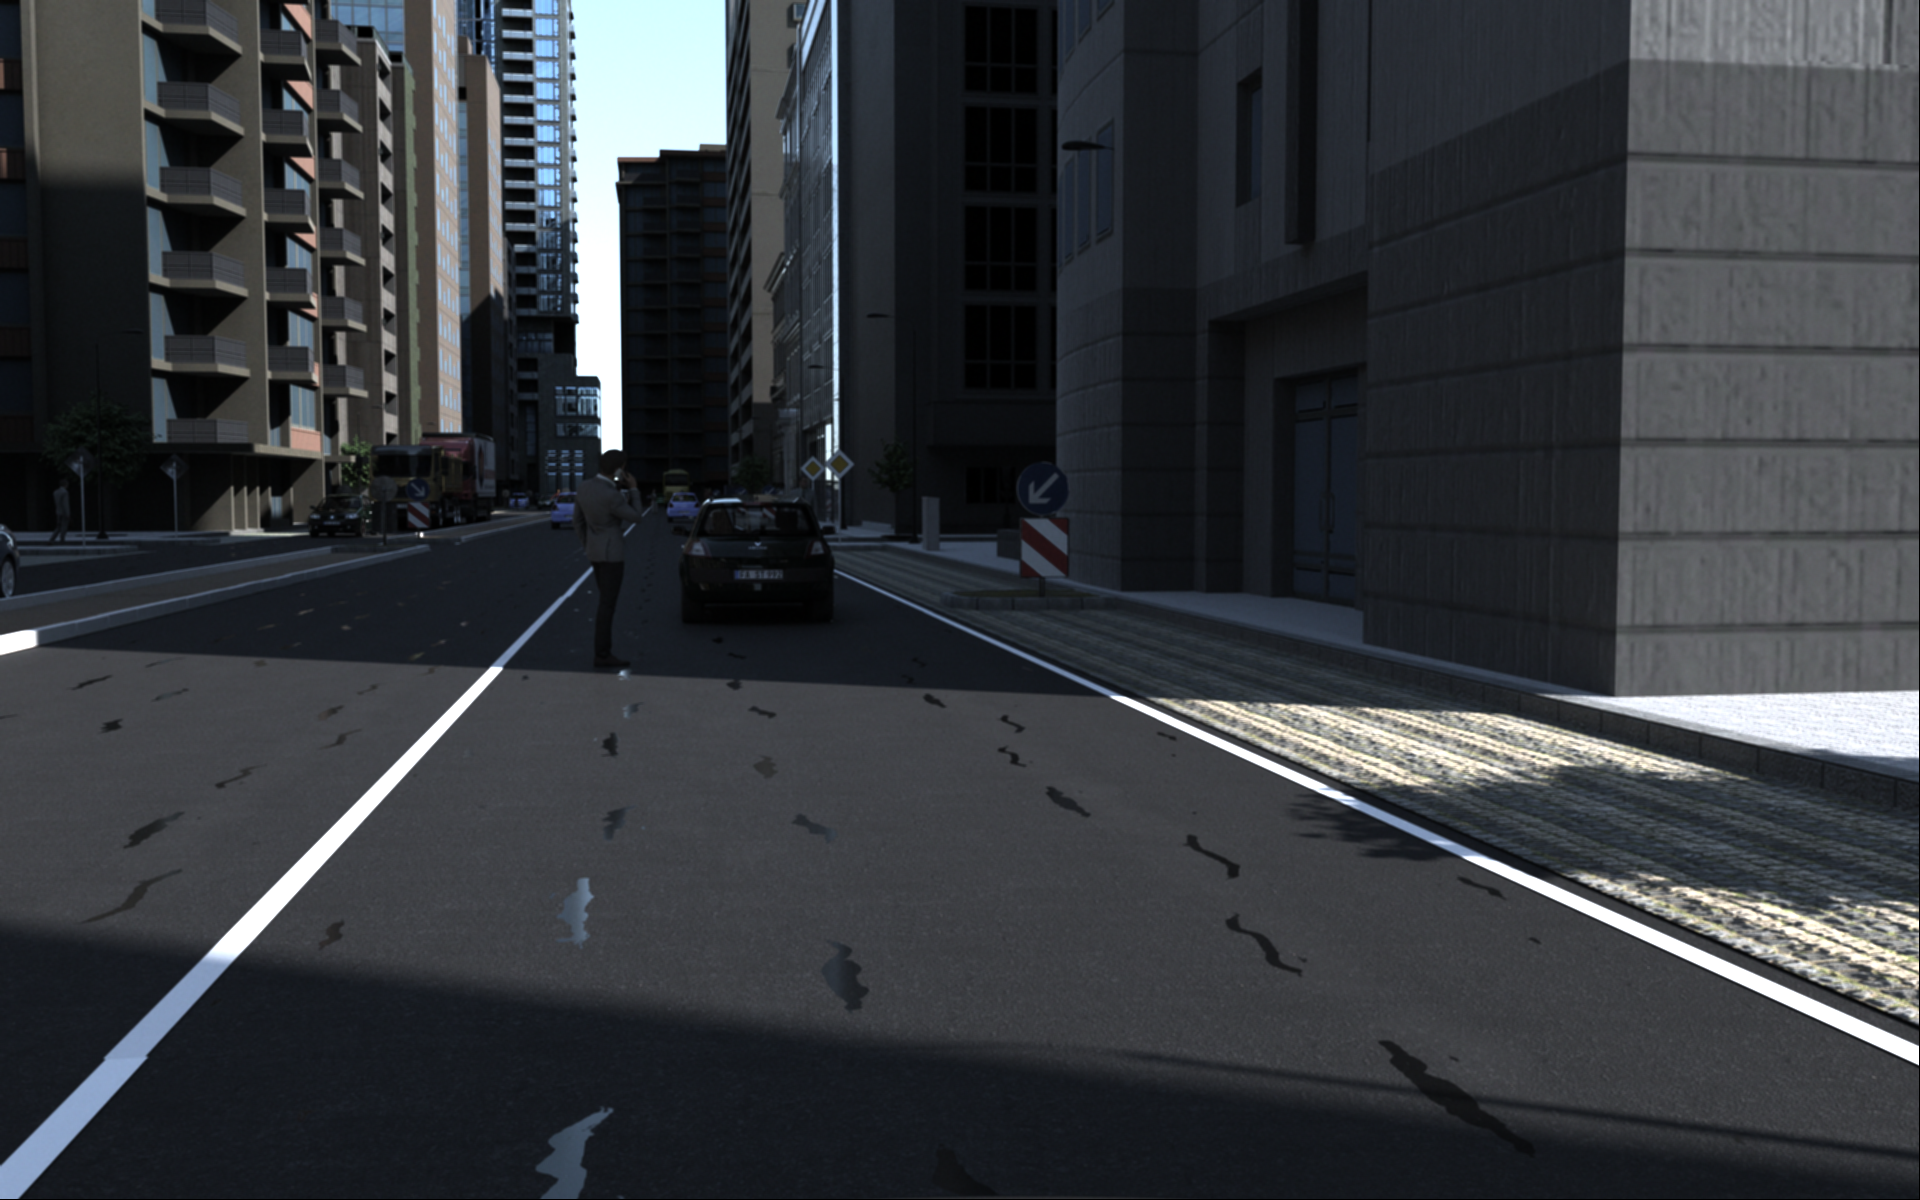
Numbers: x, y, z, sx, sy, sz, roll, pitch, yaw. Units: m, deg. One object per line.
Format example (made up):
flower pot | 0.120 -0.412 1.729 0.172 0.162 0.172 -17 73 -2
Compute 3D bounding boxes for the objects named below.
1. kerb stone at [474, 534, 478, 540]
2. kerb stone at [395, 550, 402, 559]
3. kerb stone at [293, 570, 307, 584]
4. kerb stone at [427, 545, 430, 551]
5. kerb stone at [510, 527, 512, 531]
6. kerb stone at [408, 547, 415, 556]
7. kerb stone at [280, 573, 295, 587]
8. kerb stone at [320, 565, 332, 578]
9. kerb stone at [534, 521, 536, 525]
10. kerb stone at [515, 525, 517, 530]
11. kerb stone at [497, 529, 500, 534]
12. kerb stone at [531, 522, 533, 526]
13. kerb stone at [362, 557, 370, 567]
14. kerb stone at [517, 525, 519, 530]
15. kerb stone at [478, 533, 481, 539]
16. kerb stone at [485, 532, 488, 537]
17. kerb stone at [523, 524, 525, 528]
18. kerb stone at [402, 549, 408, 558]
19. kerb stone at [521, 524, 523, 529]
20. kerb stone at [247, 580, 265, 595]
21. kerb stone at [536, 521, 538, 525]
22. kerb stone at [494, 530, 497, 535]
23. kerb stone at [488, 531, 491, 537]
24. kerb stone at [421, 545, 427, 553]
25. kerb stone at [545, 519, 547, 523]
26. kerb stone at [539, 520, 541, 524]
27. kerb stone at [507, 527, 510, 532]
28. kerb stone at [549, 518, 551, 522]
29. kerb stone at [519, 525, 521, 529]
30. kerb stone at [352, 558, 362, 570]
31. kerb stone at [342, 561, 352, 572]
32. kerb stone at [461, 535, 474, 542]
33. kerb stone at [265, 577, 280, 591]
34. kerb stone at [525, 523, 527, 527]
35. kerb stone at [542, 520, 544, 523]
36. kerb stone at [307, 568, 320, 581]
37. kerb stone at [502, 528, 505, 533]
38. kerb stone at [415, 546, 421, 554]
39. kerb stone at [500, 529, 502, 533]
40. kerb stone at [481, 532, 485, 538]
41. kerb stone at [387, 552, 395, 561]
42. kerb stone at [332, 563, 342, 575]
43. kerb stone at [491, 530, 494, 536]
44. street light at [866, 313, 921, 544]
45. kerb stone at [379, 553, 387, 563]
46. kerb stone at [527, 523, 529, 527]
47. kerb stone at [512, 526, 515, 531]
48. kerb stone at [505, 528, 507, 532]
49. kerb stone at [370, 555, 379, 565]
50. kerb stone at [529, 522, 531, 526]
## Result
kerb stone | -15.153 -1.929 53.753 0.120 0.150 1.000 -1 4 -10
kerb stone | -12.471 -0.972 38.082 0.120 0.150 1.000 -1 4 -10
kerb stone | -10.736 -0.352 27.948 0.120 0.150 1.000 -1 4 -10
kerb stone | -13.333 -1.280 43.120 0.120 0.150 1.000 -1 4 -10
kerb stone | -17.229 -2.672 65.883 0.120 0.150 1.000 -1 4 -10
kerb stone | -12.811 -1.095 40.098 0.120 0.150 1.000 -1 4 -10
kerb stone | -10.554 -0.280 26.935 0.120 0.150 1.000 -1 4 -10
kerb stone | -11.068 -0.476 29.979 0.120 0.150 1.000 -1 4 -10
kerb stone | -19.314 -3.414 78.022 0.120 0.150 1.000 -1 4 -10
kerb stone | -17.581 -2.792 67.907 0.120 0.150 1.000 -1 4 -10
kerb stone | -16.365 -2.363 60.831 0.120 0.150 1.000 -1 4 -10
kerb stone | -18.961 -3.288 75.999 0.120 0.150 1.000 -1 4 -10
kerb stone | -11.777 -0.723 34.018 0.120 0.150 1.000 -1 4 -10
kerb stone | -17.755 -2.852 68.920 0.120 0.150 1.000 -1 4 -10
kerb stone | -15.330 -1.992 54.764 0.120 0.150 1.000 -1 4 -10
kerb stone | -15.672 -2.116 56.787 0.120 0.150 1.000 -1 4 -10
kerb stone | -18.268 -3.043 71.948 0.120 0.150 1.000 -1 4 -10
kerb stone | -12.641 -1.029 39.090 0.120 0.150 1.000 -1 4 -10
kerb stone | -18.099 -2.981 70.939 0.120 0.150 1.000 -1 4 -10
kerb stone | -10.217 -0.166 24.917 0.120 0.150 1.000 -1 4 -10
kerb stone | -19.486 -3.474 79.035 0.120 0.150 1.000 -1 4 -10
kerb stone | -16.201 -2.301 59.821 0.120 0.150 1.000 -1 4 -10
kerb stone | -15.856 -2.177 57.803 0.120 0.150 1.000 -1 4 -10
kerb stone | -13.159 -1.212 42.113 0.120 0.150 1.000 -1 4 -10
kerb stone | -20.519 -3.848 85.110 0.120 0.150 1.000 -1 4 -10
kerb stone | -19.831 -3.600 81.066 0.120 0.150 1.000 -1 4 -10
kerb stone | -17.059 -2.610 64.868 0.120 0.150 1.000 -1 4 -10
kerb stone | -21.050 -4.033 88.138 0.120 0.150 1.000 -1 4 -10
kerb stone | -17.924 -2.920 69.932 0.120 0.150 1.000 -1 4 -10
kerb stone | -11.595 -0.661 33.002 0.120 0.150 1.000 -1 4 -10
kerb stone | -11.424 -0.599 31.991 0.120 0.150 1.000 -1 4 -10
kerb stone | -14.987 -1.864 52.742 0.120 0.150 1.000 -1 4 -10
kerb stone | -10.386 -0.221 25.926 0.120 0.150 1.000 -1 4 -10
kerb stone | -18.449 -3.105 72.961 0.120 0.150 1.000 -1 4 -10
kerb stone | -20.177 -3.724 83.089 0.120 0.150 1.000 -1 4 -10
kerb stone | -10.902 -0.412 28.960 0.120 0.150 1.000 -1 4 -10
kerb stone | -16.716 -2.476 62.846 0.120 0.150 1.000 -1 4 -10
kerb stone | -12.991 -1.157 41.104 0.120 0.150 1.000 -1 4 -10
kerb stone | -16.535 -2.425 61.839 0.120 0.150 1.000 -1 4 -10
kerb stone | -15.503 -2.054 55.772 0.120 0.150 1.000 -1 4 -10
kerb stone | -12.291 -0.909 37.068 0.120 0.150 1.000 -1 4 -10
kerb stone | -11.250 -0.538 30.984 0.120 0.150 1.000 -1 4 -10
kerb stone | -16.018 -2.240 58.815 0.120 0.150 1.000 -1 4 -10
street light | -1.704 -4.409 44.630 1.470 5.913 1.316 -1 4 -10
kerb stone | -12.124 -0.847 36.051 0.120 0.150 1.000 -1 4 -10
kerb stone | -18.620 -3.167 73.971 0.120 0.150 1.000 -1 4 -10
kerb stone | -17.410 -2.731 66.899 0.120 0.150 1.000 -1 4 -10
kerb stone | -16.887 -2.548 63.859 0.120 0.150 1.000 -1 4 -10
kerb stone | -11.947 -0.785 35.028 0.120 0.150 1.000 -1 4 -10
kerb stone | -18.792 -3.225 74.984 0.120 0.150 1.000 -1 4 -10
